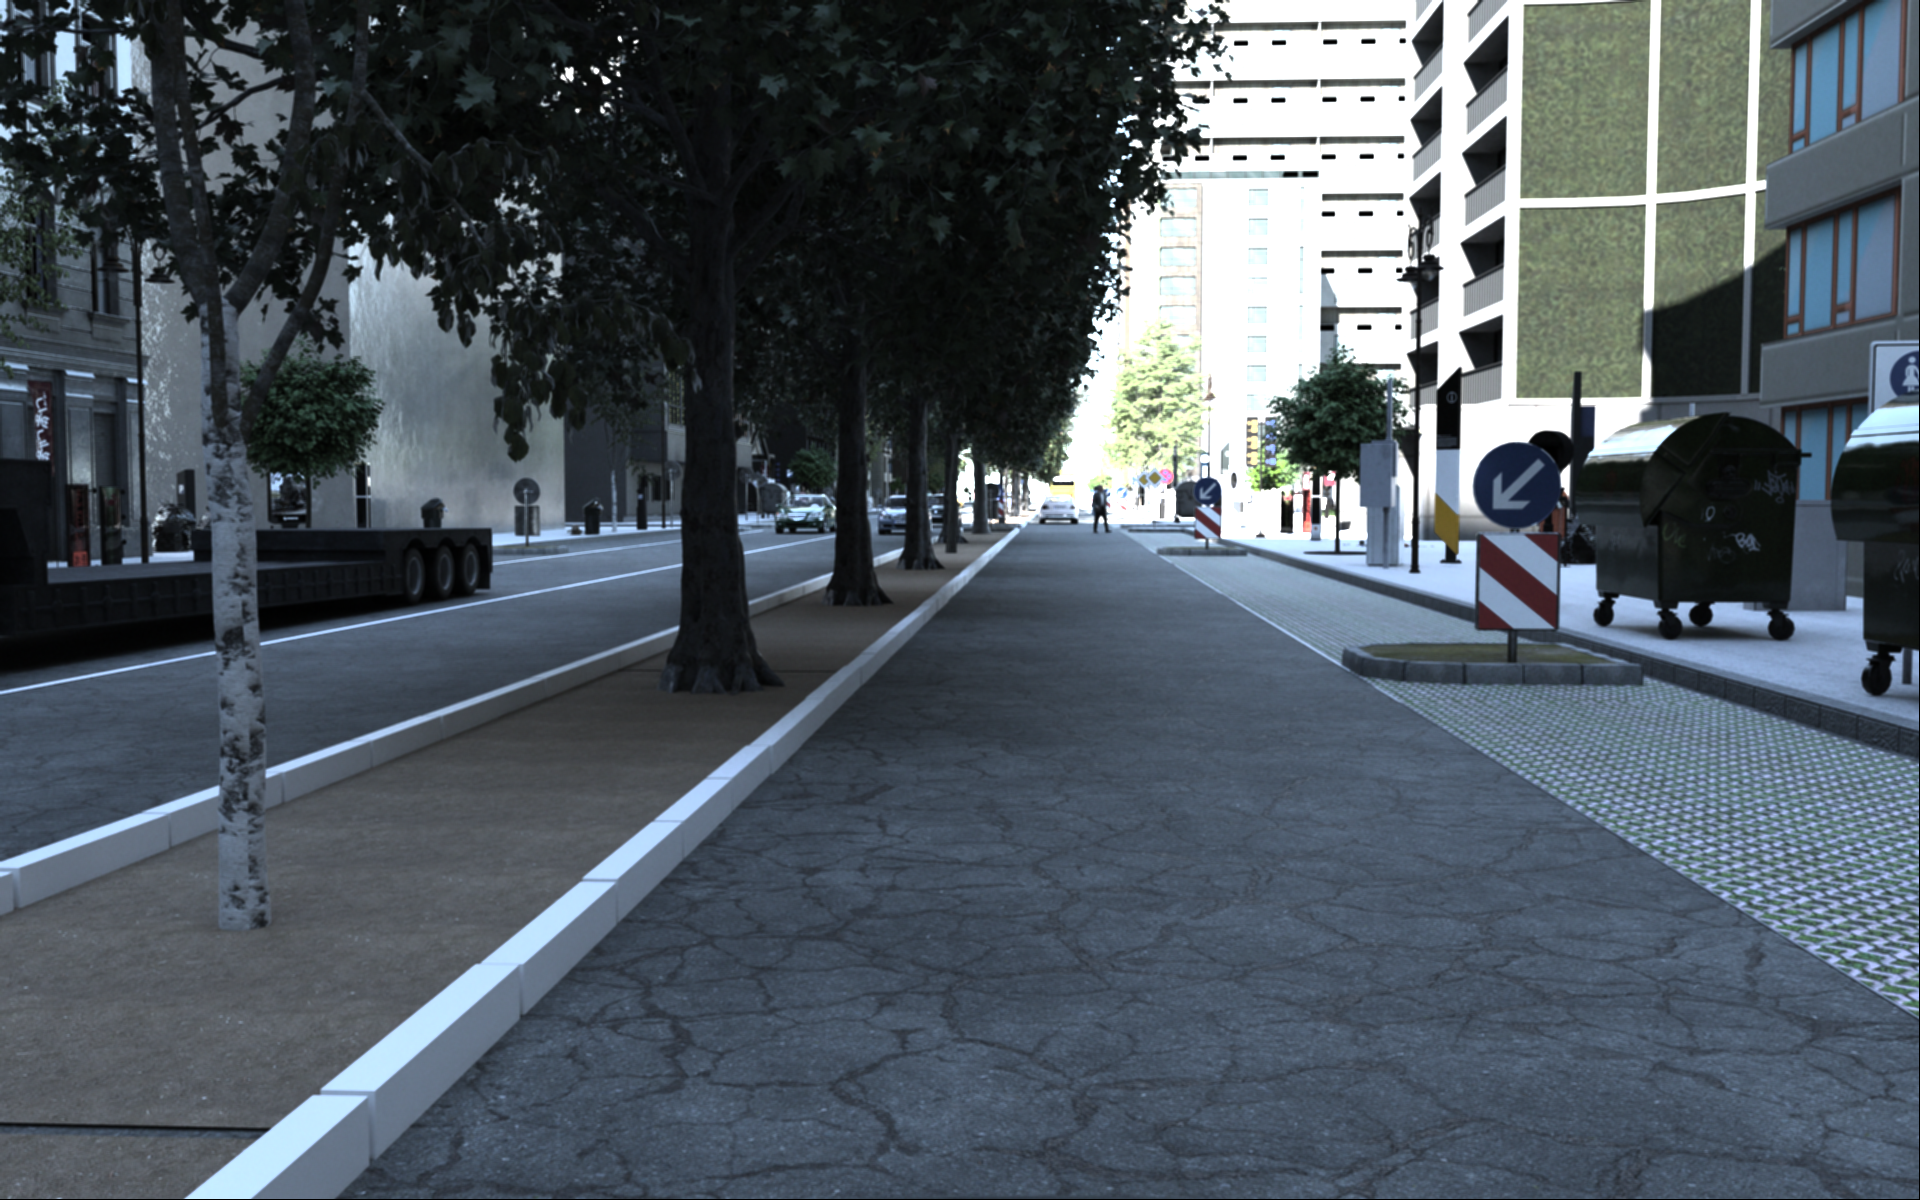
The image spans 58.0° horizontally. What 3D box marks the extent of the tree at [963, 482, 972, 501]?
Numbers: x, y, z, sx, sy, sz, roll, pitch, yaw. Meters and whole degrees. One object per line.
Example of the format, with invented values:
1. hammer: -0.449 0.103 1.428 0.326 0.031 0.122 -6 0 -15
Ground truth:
1. tree: 1.067 -17.758 284.946 1.663 3.219 1.824 0 3 0

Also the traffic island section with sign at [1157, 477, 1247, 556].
1. traffic island section with sign: 5.659 -1.967 40.788 1.989 1.847 2.006 0 4 3

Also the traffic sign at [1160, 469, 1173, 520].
1. traffic sign: 10.308 -5.312 86.949 0.768 2.556 0.104 1 4 10

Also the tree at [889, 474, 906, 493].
1. tree: -5.812 -10.334 163.564 1.663 3.219 1.824 0 3 0

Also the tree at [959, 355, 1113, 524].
1. tree: 2.500 -11.073 93.870 12.009 13.543 11.850 0 3 0

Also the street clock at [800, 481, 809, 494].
1. street clock: -8.865 -5.777 99.030 0.471 2.002 0.358 -1 4 -19

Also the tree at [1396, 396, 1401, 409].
1. tree: 32.282 -10.764 126.347 4.360 8.622 3.978 0 3 0

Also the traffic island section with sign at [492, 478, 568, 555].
1. traffic island section with sign: -10.541 -2.021 41.673 1.989 1.847 2.006 0 4 3

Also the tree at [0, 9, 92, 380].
1. tree: -13.996 -4.453 23.165 4.737 8.622 4.395 0 3 0

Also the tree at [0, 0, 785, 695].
1. tree: -1.820 -5.678 12.304 9.611 12.733 9.660 0 3 0

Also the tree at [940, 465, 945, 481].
1. tree: -2.059 -18.087 246.081 4.360 8.622 3.978 0 3 0

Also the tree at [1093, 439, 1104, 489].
1. tree: 14.796 -12.039 147.199 4.737 8.622 4.395 0 3 0

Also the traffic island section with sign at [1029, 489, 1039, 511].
1. traffic island section with sign: 5.790 -8.581 148.441 2.006 1.907 1.989 0 4 3

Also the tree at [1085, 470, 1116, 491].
1. tree: 20.885 -17.061 262.656 4.285 4.588 4.351 0 3 0

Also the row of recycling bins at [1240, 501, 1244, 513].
1. row of recycling bins: 17.882 -6.794 118.201 1.069 1.692 3.534 -3 5 -44

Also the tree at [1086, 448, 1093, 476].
1. tree: 14.589 -12.735 158.575 4.737 8.622 4.395 0 3 0

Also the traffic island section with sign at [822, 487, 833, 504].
1. traffic island section with sign: -7.421 -5.402 96.944 1.989 1.847 2.006 0 4 3

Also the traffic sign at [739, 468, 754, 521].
1. traffic sign: -10.275 -5.088 83.299 0.768 2.556 0.104 1 4 10

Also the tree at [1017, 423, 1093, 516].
1. tree: 3.688 -11.402 114.634 9.928 11.665 9.643 0 3 0

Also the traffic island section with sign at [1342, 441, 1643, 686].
1. traffic island section with sign: 4.147 -0.321 13.875 1.989 1.847 2.006 0 4 3

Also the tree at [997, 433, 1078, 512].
1. tree: 5.343 -13.140 135.431 7.486 12.596 7.792 0 3 0

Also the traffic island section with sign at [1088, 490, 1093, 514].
1. traffic island section with sign: 10.269 -6.966 122.522 1.989 1.847 2.006 0 4 3

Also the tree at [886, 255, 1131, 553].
1. tree: -0.257 -6.382 41.223 8.767 10.594 7.601 0 4 3

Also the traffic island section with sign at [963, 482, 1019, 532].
1. traffic island section with sign: 1.138 -3.541 66.026 2.006 1.907 1.989 0 4 3

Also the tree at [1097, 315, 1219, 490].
1. tree: 12.666 -11.771 110.575 7.486 12.596 7.792 0 3 0

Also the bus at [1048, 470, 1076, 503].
1. bus: 10.369 -11.323 176.677 2.896 3.916 12.252 0 4 2

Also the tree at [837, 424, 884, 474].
1. tree: -7.729 -11.144 132.568 4.737 8.622 4.395 0 3 0

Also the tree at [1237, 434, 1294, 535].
1. tree: 9.490 -3.633 54.006 1.663 3.219 1.824 0 3 0

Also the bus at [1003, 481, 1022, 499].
1. bus: 6.201 -13.363 213.336 2.948 3.499 13.247 0 4 3

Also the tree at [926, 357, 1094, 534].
1. tree: 0.766 -9.327 61.601 9.857 13.997 8.962 0 3 0

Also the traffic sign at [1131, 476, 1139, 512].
1. traffic sign: 12.387 -7.420 121.416 0.768 2.556 0.104 1 4 9

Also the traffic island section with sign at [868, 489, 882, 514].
1. traffic island section with sign: -5.886 -7.064 124.124 1.989 1.847 2.006 0 4 3

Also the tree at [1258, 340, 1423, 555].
1. tree: 8.196 -3.264 37.078 4.285 4.588 4.351 0 3 0

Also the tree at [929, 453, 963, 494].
1. tree: -2.406 -18.865 226.575 7.486 12.596 7.792 0 3 0

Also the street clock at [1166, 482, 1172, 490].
1. street clock: 11.499 -5.563 95.518 0.358 2.002 0.471 -1 4 -11

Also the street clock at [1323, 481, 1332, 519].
1. street clock: 18.927 -5.185 89.344 0.471 2.002 0.358 -2 4 -26

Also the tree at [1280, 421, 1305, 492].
1. tree: 28.439 -11.902 144.958 4.360 8.622 3.978 0 3 0

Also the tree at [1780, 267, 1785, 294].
1. tree: 17.716 -4.992 31.981 4.737 8.622 4.395 0 3 0

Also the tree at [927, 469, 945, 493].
1. tree: -3.510 -14.010 212.775 4.285 4.588 4.351 0 3 0

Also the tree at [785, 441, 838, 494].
1. tree: -9.134 -7.580 107.654 4.285 4.588 4.351 0 3 0

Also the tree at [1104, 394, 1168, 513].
1. tree: 12.803 -10.261 118.133 4.737 8.622 4.395 0 3 0

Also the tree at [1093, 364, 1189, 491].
1. tree: 14.146 -12.883 136.388 9.928 11.665 9.643 0 3 0

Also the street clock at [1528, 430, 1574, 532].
1. street clock: 6.726 -0.931 19.799 0.358 2.002 0.471 -3 5 -44

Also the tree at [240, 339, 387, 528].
1. tree: -13.251 -3.134 34.947 4.285 4.588 4.351 0 3 0

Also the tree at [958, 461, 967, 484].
1. tree: -0.856 -19.062 262.024 4.737 8.622 4.395 0 3 0

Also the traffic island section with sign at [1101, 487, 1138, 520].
1. traffic island section with sign: 8.692 -5.261 94.640 1.989 1.847 2.006 0 4 3

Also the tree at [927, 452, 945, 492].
1. tree: -3.805 -15.045 196.344 4.737 8.622 4.395 0 3 0

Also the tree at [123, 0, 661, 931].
1. tree: -2.360 -3.205 5.222 4.360 8.622 3.978 0 3 0

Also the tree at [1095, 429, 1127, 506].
1. tree: 16.134 -14.086 180.665 4.360 8.622 3.978 0 3 0
